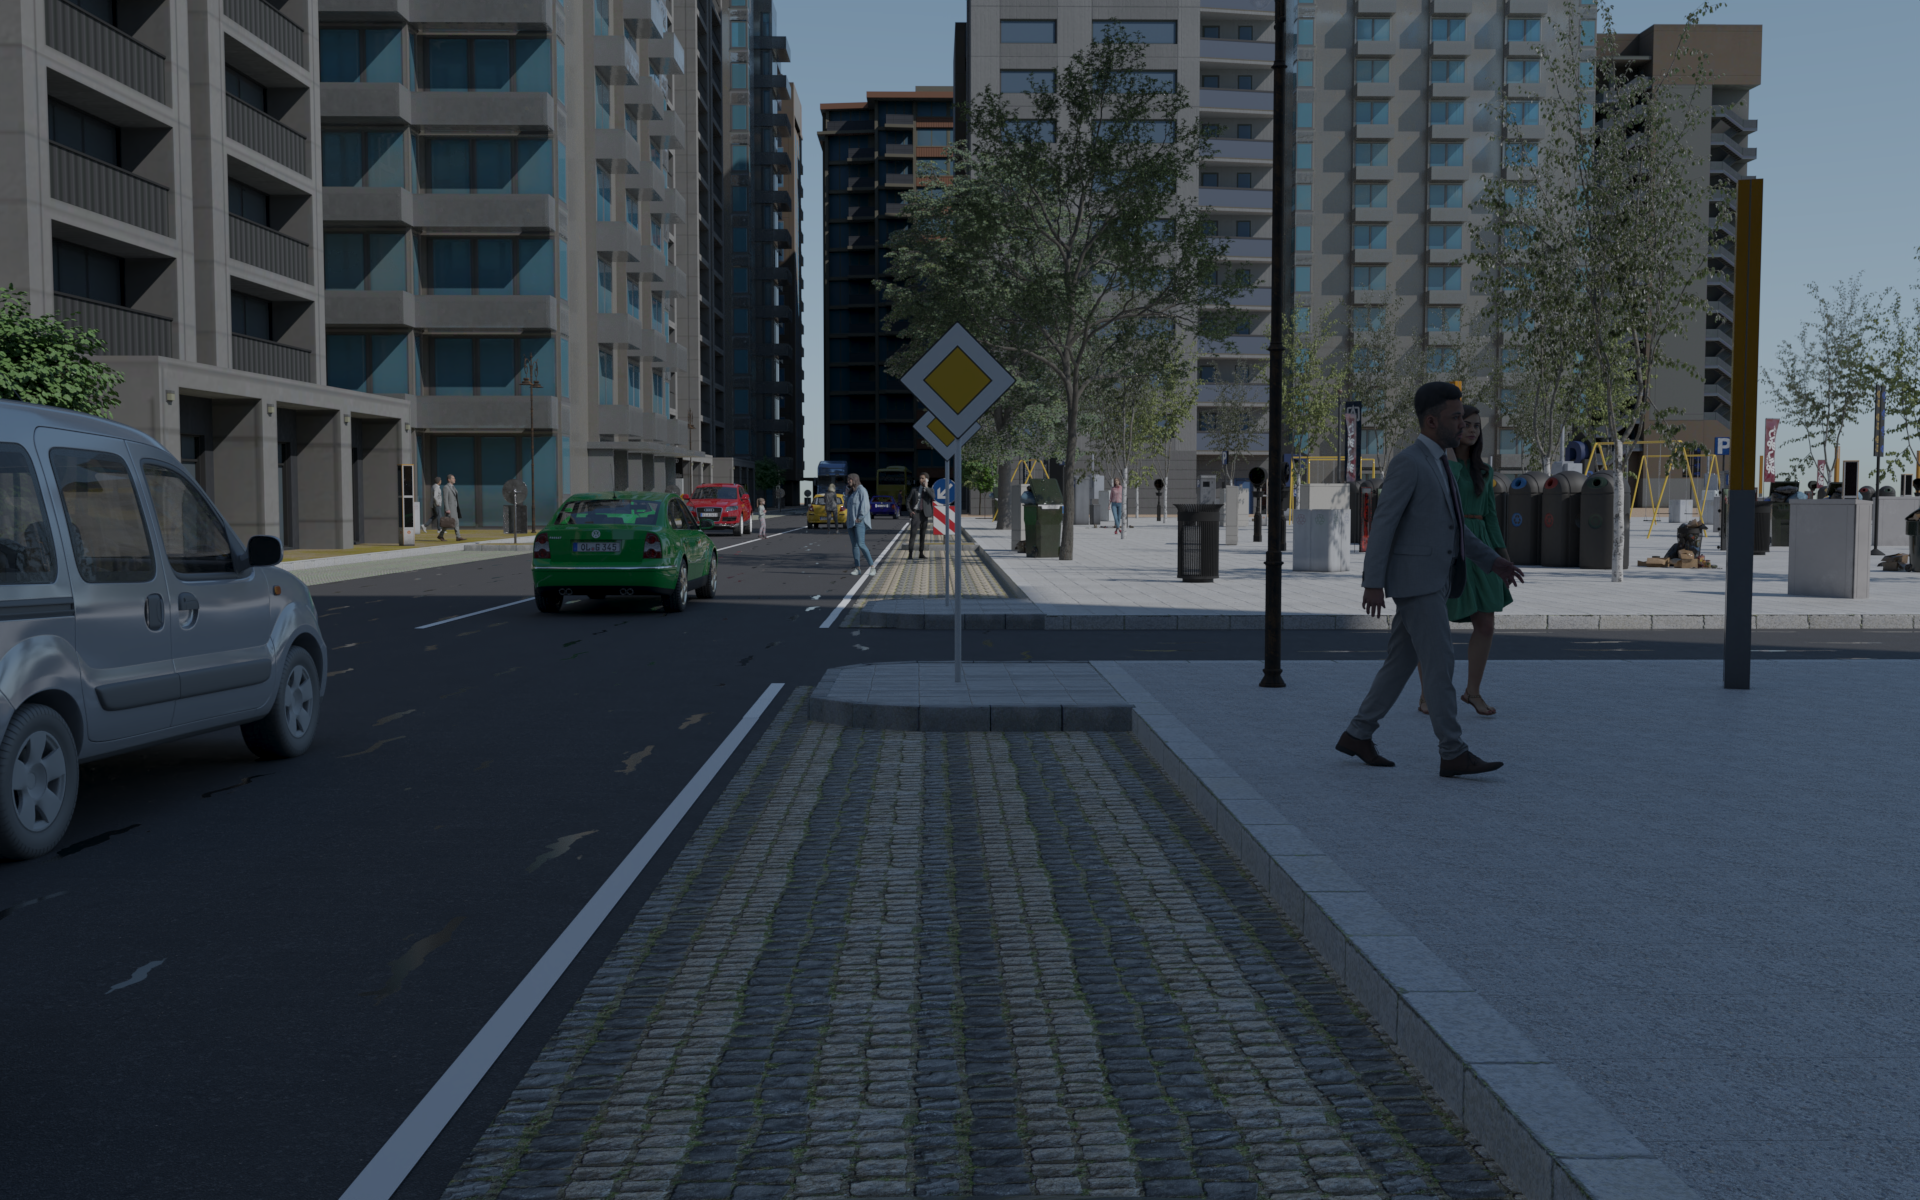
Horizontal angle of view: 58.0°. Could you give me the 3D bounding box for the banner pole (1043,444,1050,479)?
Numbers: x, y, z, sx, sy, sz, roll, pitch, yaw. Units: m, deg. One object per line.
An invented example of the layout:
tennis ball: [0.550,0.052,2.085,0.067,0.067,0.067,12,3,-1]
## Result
banner pole: [4.361,-5.941,87.152,0.401,3.779,0.863,-1,4,-22]

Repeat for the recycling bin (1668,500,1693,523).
recycling bin: [31.918,-3.924,76.716,0.722,1.027,0.722,-1,4,-19]

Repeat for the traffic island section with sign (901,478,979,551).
traffic island section with sign: [-0.503,-2.188,44.394,1.989,1.847,2.006,0,4,-1]

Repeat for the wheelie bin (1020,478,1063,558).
wheelie bin: [1.645,-1.658,35.015,0.980,1.594,0.693,-2,4,-27]

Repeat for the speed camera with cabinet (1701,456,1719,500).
speed camera with cabinet: [33.390,-5.058,77.039,0.660,3.252,2.038,2,4,28]

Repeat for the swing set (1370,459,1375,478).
swing set: [17.106,-4.869,77.234,3.119,2.851,2.862,1,4,10]

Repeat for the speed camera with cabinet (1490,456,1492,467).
speed camera with cabinet: [28.106,-5.860,90.153,0.660,3.252,2.038,-1,4,-9]

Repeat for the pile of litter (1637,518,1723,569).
pile of litter: [12.581,-0.999,30.292,1.176,0.858,1.719,0,4,-1]

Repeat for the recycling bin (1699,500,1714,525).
recycling bin: [31.399,-3.662,72.430,0.722,1.027,0.722,3,5,41]

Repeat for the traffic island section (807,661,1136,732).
traffic island section: [0.028,0.640,11.814,2.009,0.180,2.903,0,4,-1]

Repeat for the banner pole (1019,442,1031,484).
banner pole: [3.046,-5.652,82.430,0.863,3.779,0.401,3,4,37]

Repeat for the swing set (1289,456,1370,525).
swing set: [15.455,-4.585,72.578,3.119,2.851,2.862,1,4,14]

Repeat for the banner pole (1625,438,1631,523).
banner pole: [29.957,-5.373,77.873,0.401,3.779,0.863,1,4,14]

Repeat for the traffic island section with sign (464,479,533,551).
traffic island section with sign: [-11.432,-2.177,44.224,1.989,1.847,2.006,0,4,-1]

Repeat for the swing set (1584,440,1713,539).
swing set: [20.109,-3.311,51.756,2.862,2.851,3.119,-2,4,-33]

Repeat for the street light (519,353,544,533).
street light: [-14.018,-5.136,56.766,0.468,5.910,1.993,0,4,-1]

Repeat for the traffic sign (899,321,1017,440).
traffic sign: [0.004,-0.584,11.731,0.795,2.593,0.064,0,4,-1]

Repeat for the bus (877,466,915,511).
bus: [-5.628,-9.781,151.466,2.896,3.916,12.252,0,4,1]

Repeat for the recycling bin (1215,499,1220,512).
recycling bin: [12.898,-4.411,84.674,0.722,1.027,0.722,-1,4,-18]

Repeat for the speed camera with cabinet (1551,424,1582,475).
speed camera with cabinet: [17.523,-3.320,48.624,0.660,3.252,2.038,-2,4,-24]

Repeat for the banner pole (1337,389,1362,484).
banner pole: [9.186,-3.126,41.120,0.401,3.779,0.863,-3,5,-42]

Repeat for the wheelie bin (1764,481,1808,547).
wheelie bin: [20.186,-2.107,42.351,0.980,1.594,0.693,1,4,19]

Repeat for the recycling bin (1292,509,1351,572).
recycling bin: [6.006,-0.992,28.778,0.722,1.027,0.722,3,5,40]

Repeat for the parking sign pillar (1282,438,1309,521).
parking sign pillar: [16.206,-5.818,83.602,1.447,3.967,1.447,0,4,7]

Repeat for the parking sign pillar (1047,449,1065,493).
parking sign pillar: [5.136,-6.275,91.070,1.447,3.967,1.447,2,4,32]

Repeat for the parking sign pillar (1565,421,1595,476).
parking sign pillar: [22.615,-4.573,63.237,1.447,3.967,1.447,-1,4,-12]

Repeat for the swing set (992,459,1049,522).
swing set: [3.187,-4.927,78.174,2.862,2.851,3.119,-1,4,-13]

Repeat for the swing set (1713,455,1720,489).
swing set: [28.794,-4.413,69.769,3.119,2.851,2.862,3,5,44]

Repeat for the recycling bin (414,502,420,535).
recycling bin: [-17.621,-2.588,54.867,0.722,1.027,0.722,2,4,30]

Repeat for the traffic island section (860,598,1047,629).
traffic island section: [-0.104,0.152,19.798,2.009,0.180,2.903,0,4,-1]

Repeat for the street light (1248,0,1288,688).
street light: [2.083,-2.360,11.370,0.468,5.910,1.993,0,4,-1]

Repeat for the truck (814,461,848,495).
truck: [-10.527,-9.576,146.334,2.967,4.110,18.799,0,4,-3]

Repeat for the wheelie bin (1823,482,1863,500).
wheelie bin: [22.908,-2.265,44.933,0.980,1.594,0.693,0,4,4]

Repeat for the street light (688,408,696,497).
street light: [-14.503,-7.371,93.308,0.468,5.910,1.993,0,4,-1]

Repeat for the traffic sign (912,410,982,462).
traffic sign: [-0.127,-1.072,19.715,0.795,2.593,0.064,0,4,-1]

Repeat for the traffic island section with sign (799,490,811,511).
traffic island section with sign: [-13.179,-8.675,150.461,1.989,1.847,2.006,0,4,-1]

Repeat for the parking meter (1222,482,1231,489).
parking meter: [12.690,-4.699,82.542,0.399,1.863,0.255,-1,4,-18]

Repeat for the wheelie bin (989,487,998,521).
wheelie bin: [1.838,-4.571,82.637,0.980,1.594,0.693,-1,4,-13]

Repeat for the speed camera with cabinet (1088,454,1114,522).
speed camera with cabinet: [6.751,-5.344,81.709,0.660,3.252,2.038,-2,4,-25]

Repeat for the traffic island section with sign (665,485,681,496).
traffic island section with sign: [-11.873,-3.848,71.537,1.989,1.847,2.006,0,4,-1]

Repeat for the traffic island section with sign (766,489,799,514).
traffic island section with sign: [-12.726,-6.997,123.030,1.989,1.847,2.006,0,4,-1]

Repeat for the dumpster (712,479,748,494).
dumpster: [-12.447,-5.414,93.475,1.985,2.255,1.502,0,4,-1]
